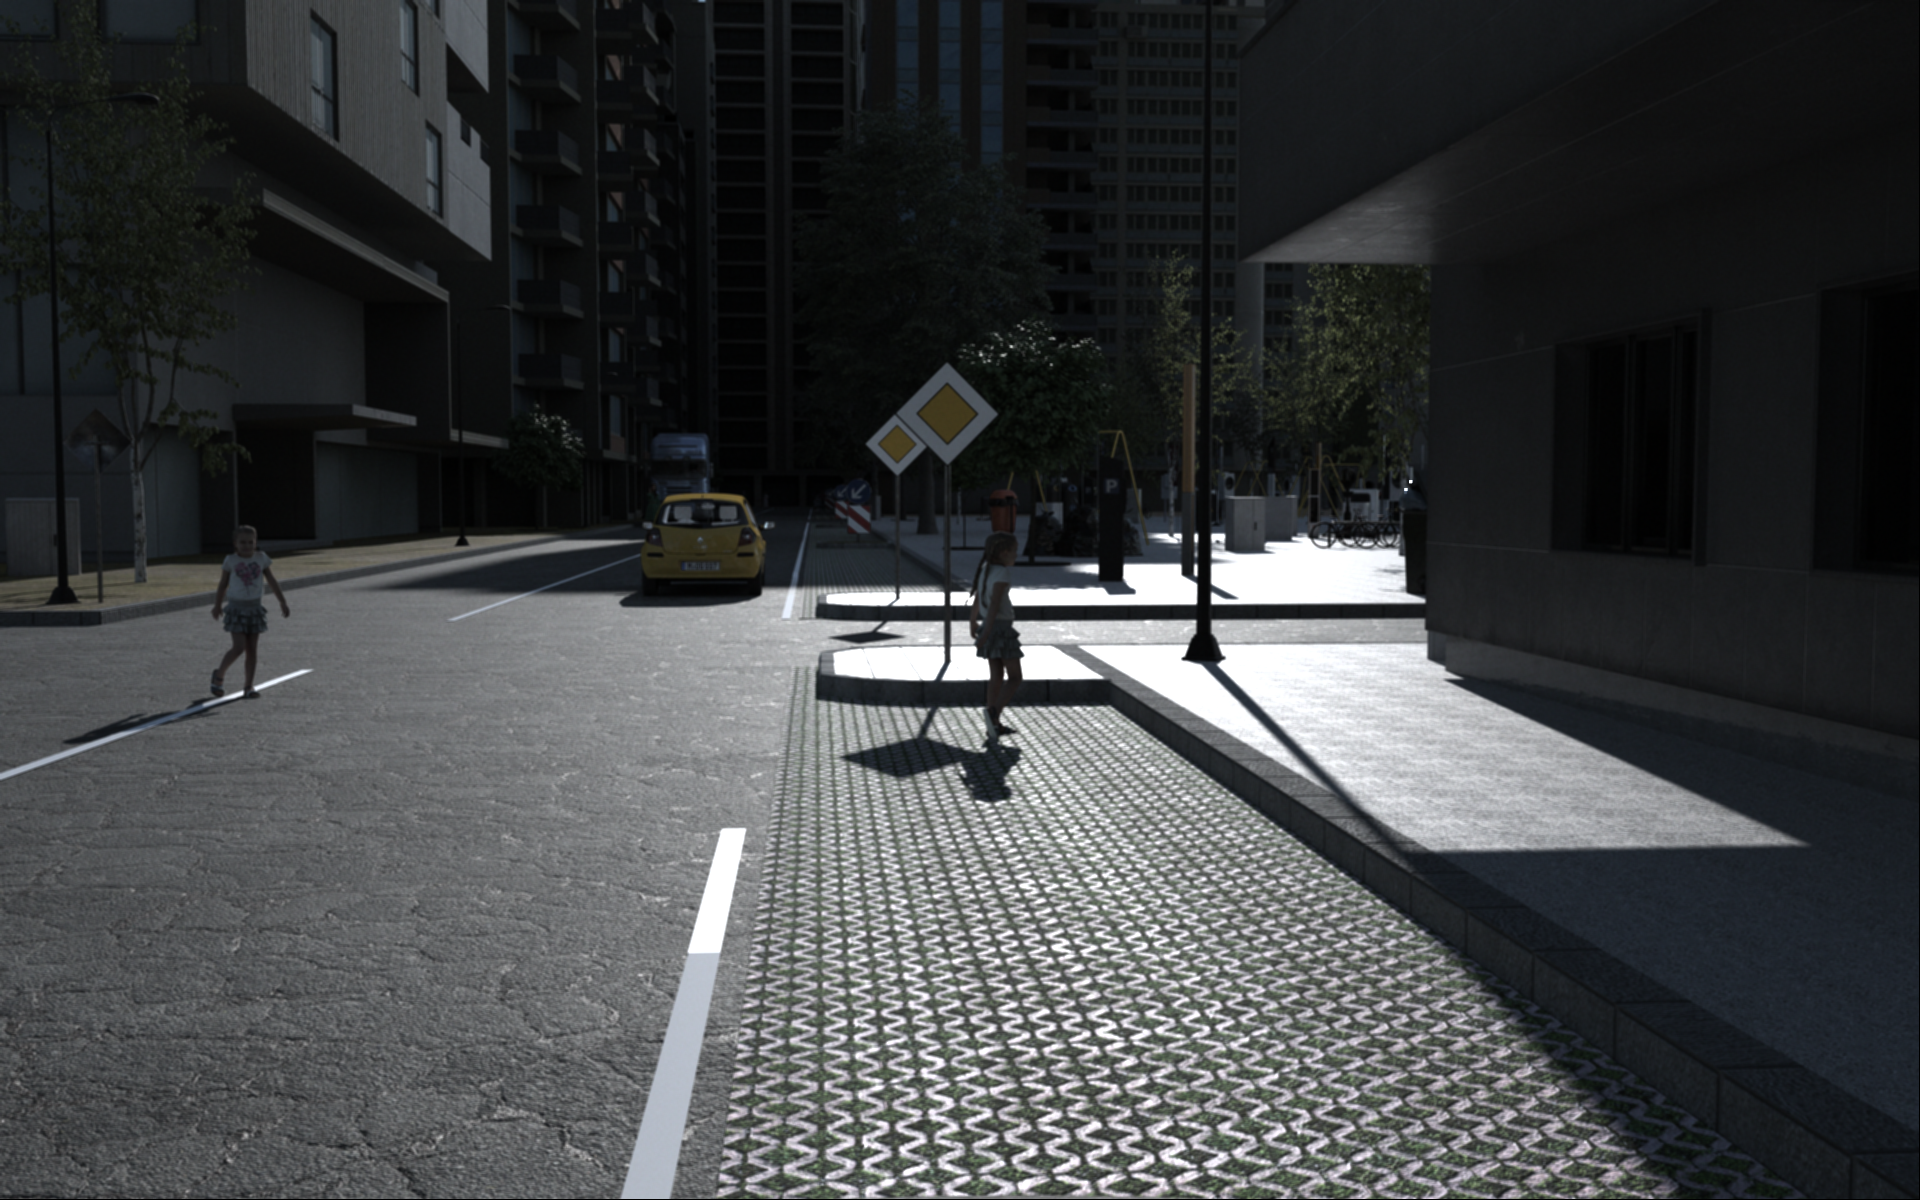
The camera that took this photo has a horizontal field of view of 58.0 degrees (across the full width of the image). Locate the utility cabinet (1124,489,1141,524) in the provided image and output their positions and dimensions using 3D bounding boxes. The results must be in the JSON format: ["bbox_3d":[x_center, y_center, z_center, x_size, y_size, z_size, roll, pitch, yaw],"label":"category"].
[{"bbox_3d":[7.197,-4.028,74.534,1.173,1.500,0.318,2,4,28],"label":"utility cabinet"}]

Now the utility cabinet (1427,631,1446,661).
[{"bbox_3d":[4.044,-0.156,13.714,0.306,1.237,1.020,3,5,39],"label":"utility cabinet"}]

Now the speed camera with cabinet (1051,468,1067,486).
[{"bbox_3d":[5.695,-5.894,90.699,2.038,3.252,0.660,-3,5,-40],"label":"speed camera with cabinet"}]

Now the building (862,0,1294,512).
[{"bbox_3d":[8.671,-27.021,133.666,32.217,40.220,23.993,0,4,-5],"label":"building"}]

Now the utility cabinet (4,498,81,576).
[{"bbox_3d":[-14.514,-0.994,27.420,1.020,1.237,0.306,-1,4,-21],"label":"utility cabinet"}]

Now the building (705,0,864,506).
[{"bbox_3d":[-16.680,-45.888,188.527,20.611,71.187,20.563,0,4,-5],"label":"building"}]

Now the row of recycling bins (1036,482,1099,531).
[{"bbox_3d":[4.006,-3.191,59.291,3.534,1.692,1.069,-2,4,-32],"label":"row of recycling bins"}]

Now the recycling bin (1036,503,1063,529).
[{"bbox_3d":[2.583,-2.367,51.251,0.722,1.027,0.722,2,4,28],"label":"recycling bin"}]

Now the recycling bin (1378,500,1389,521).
[{"bbox_3d":[19.179,-4.061,78.954,0.722,1.027,0.722,1,4,16],"label":"recycling bin"}]

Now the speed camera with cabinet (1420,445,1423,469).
[{"bbox_3d":[18.338,-4.668,70.658,0.660,3.252,2.038,-1,4,-11],"label":"speed camera with cabinet"}]

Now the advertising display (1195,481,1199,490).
[{"bbox_3d":[11.473,-4.875,84.914,0.123,1.923,0.974,3,5,42],"label":"advertising display"}]

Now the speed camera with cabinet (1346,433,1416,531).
[{"bbox_3d":[13.534,-3.766,55.910,2.038,3.252,0.660,1,4,20],"label":"speed camera with cabinet"}]

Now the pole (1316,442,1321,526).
[{"bbox_3d":[14.162,-4.564,68.472,0.158,3.312,0.155,0,3,0],"label":"pole"}]

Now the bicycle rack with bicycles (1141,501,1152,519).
[{"bbox_3d":[8.632,-4.656,89.509,2.925,0.926,2.852,-2,4,-26],"label":"bicycle rack with bicycles"}]

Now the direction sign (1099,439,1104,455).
[{"bbox_3d":[5.830,-4.860,71.465,0.379,3.537,0.876,1,4,16],"label":"direction sign"}]

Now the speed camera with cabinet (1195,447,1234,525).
[{"bbox_3d":[10.498,-4.723,71.550,2.038,3.252,0.660,-3,5,-43],"label":"speed camera with cabinet"}]

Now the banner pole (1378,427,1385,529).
[{"bbox_3d":[15.761,-4.556,64.510,0.401,3.779,0.863,1,4,21],"label":"banner pole"}]

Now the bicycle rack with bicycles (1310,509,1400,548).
[{"bbox_3d":[9.950,-1.731,41.676,2.925,0.926,2.852,1,4,13],"label":"bicycle rack with bicycles"}]

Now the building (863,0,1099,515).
[{"bbox_3d":[0.905,-28.353,113.676,14.600,45.320,14.200,0,4,-5],"label":"building"}]

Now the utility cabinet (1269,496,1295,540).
[{"bbox_3d":[8.736,-2.270,48.277,1.020,1.237,0.306,1,4,15],"label":"utility cabinet"}]

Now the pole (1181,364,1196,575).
[{"bbox_3d":[3.601,-2.045,27.279,0.158,3.312,0.155,0,3,0],"label":"pole"}]

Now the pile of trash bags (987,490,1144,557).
[{"bbox_3d":[2.017,-1.584,35.651,3.447,1.369,1.912,-3,4,-37],"label":"pile of trash bags"}]

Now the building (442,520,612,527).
[{"bbox_3d":[-25.525,-25.930,78.579,22.147,44.769,28.867,0,4,-5],"label":"building"}]

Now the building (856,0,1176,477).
[{"bbox_3d":[4.253,-34.834,158.778,28.713,52.752,27.495,0,4,-5],"label":"building"}]

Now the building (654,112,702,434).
[{"bbox_3d":[-27.086,-21.962,130.782,14.160,30.474,14.107,0,4,-5],"label":"building"}]

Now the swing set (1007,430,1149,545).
[{"bbox_3d":[2.687,-2.800,43.402,3.119,2.851,2.862,3,4,36],"label":"swing set"}]

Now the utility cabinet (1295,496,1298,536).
[{"bbox_3d":[10.191,-2.611,53.850,0.306,1.237,1.020,-1,4,-8],"label":"utility cabinet"}]

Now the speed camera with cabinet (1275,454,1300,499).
[{"bbox_3d":[16.351,-5.649,86.696,0.660,3.252,2.038,-1,4,-11],"label":"speed camera with cabinet"}]

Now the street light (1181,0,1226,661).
[{"bbox_3d":[1.352,-2.489,13.232,1.470,5.913,1.316,0,4,-5],"label":"street light"}]

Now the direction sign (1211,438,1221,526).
[{"bbox_3d":[10.294,-4.739,69.483,0.379,3.537,0.876,1,4,15],"label":"direction sign"}]

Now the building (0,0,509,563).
[{"bbox_3d":[-27.288,-27.689,41.949,28.713,52.752,27.495,0,4,-5],"label":"building"}]

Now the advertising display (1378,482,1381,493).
[{"bbox_3d":[22.913,-5.363,92.907,0.974,1.923,0.123,0,4,1],"label":"advertising display"}]

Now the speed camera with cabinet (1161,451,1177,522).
[{"bbox_3d":[10.350,-5.241,80.027,2.038,3.252,0.660,1,4,15],"label":"speed camera with cabinet"}]

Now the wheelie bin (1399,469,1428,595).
[{"bbox_3d":[6.073,-0.879,22.281,0.980,1.594,0.693,-1,4,-22],"label":"wheelie bin"}]

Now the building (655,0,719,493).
[{"bbox_3d":[-33.484,-32.728,158.803,21.600,48.544,21.300,0,4,-5],"label":"building"}]

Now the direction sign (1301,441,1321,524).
[{"bbox_3d":[15.090,-5.047,74.523,0.876,3.537,0.379,0,4,-2],"label":"direction sign"}]

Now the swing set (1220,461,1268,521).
[{"bbox_3d":[14.120,-5.169,82.138,2.862,2.851,3.119,0,4,-7],"label":"swing set"}]

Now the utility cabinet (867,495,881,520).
[{"bbox_3d":[-4.196,-4.499,84.718,0.306,1.237,1.020,-2,4,-27],"label":"utility cabinet"}]

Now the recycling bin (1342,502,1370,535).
[{"bbox_3d":[12.153,-2.485,53.176,0.722,1.027,0.722,1,4,22],"label":"recycling bin"}]

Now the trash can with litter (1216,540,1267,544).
[{"bbox_3d":[7.187,-2.093,45.277,1.678,1.210,2.233,2,4,30],"label":"trash can with litter"}]

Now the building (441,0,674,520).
[{"bbox_3d":[-29.633,-27.767,108.611,22.147,44.769,28.867,0,4,-5],"label":"building"}]

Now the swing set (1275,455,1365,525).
[{"bbox_3d":[14.667,-4.487,70.983,2.862,2.851,3.119,0,4,-3],"label":"swing set"}]

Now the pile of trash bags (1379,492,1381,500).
[{"bbox_3d":[23.564,-4.949,90.663,3.447,1.369,1.912,2,4,24],"label":"pile of trash bags"}]

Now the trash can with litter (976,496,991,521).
[{"bbox_3d":[1.661,-4.483,84.354,2.233,1.210,1.678,-2,4,-27],"label":"trash can with litter"}]

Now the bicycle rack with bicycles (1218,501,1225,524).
[{"bbox_3d":[11.567,-3.801,75.526,2.852,0.926,2.925,-2,4,-30],"label":"bicycle rack with bicycles"}]

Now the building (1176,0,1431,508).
[{"bbox_3d":[35.160,-38.062,164.318,28.212,58.520,21.231,0,4,-5],"label":"building"}]

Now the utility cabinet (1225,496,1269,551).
[{"bbox_3d":[6.496,-1.728,39.418,1.020,1.237,0.306,-3,4,-36],"label":"utility cabinet"}]
